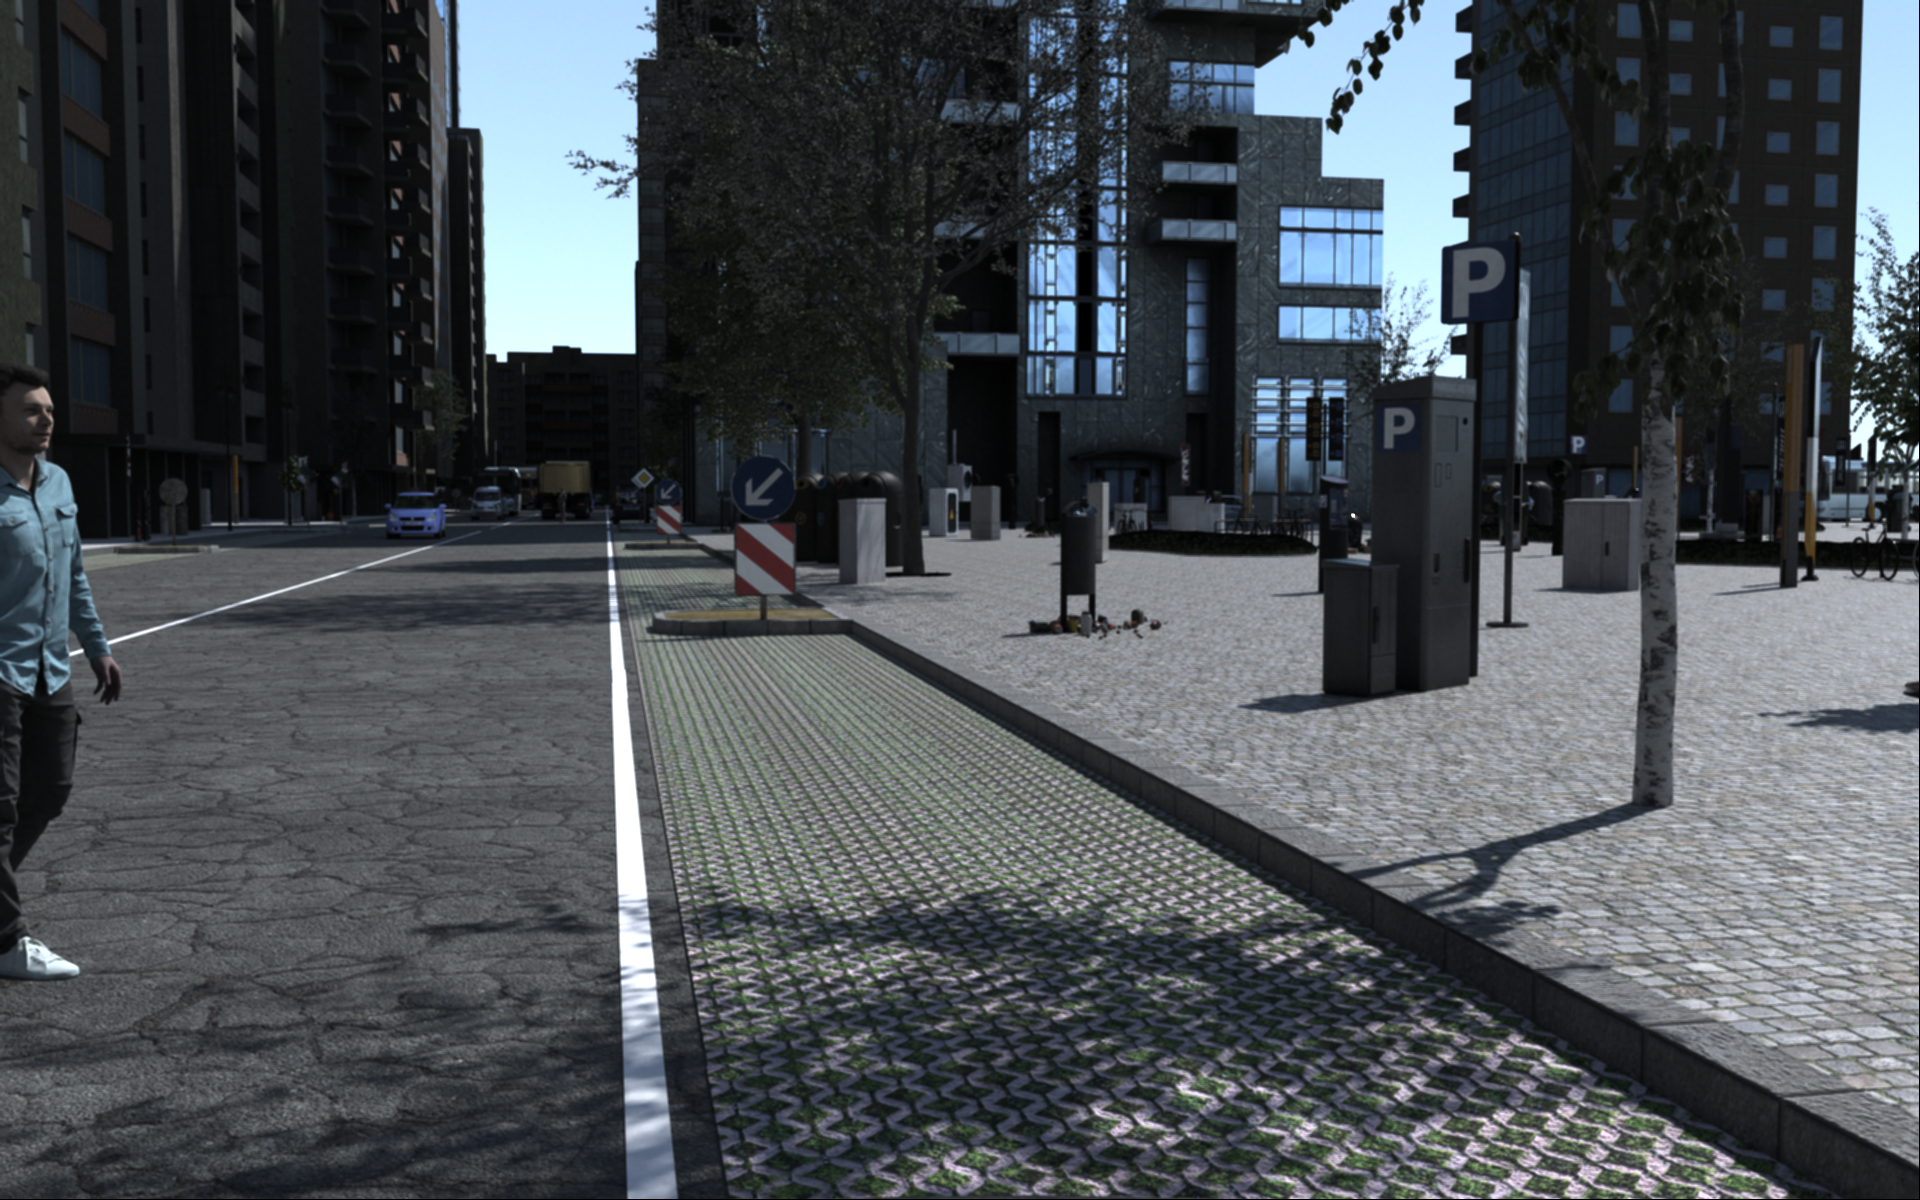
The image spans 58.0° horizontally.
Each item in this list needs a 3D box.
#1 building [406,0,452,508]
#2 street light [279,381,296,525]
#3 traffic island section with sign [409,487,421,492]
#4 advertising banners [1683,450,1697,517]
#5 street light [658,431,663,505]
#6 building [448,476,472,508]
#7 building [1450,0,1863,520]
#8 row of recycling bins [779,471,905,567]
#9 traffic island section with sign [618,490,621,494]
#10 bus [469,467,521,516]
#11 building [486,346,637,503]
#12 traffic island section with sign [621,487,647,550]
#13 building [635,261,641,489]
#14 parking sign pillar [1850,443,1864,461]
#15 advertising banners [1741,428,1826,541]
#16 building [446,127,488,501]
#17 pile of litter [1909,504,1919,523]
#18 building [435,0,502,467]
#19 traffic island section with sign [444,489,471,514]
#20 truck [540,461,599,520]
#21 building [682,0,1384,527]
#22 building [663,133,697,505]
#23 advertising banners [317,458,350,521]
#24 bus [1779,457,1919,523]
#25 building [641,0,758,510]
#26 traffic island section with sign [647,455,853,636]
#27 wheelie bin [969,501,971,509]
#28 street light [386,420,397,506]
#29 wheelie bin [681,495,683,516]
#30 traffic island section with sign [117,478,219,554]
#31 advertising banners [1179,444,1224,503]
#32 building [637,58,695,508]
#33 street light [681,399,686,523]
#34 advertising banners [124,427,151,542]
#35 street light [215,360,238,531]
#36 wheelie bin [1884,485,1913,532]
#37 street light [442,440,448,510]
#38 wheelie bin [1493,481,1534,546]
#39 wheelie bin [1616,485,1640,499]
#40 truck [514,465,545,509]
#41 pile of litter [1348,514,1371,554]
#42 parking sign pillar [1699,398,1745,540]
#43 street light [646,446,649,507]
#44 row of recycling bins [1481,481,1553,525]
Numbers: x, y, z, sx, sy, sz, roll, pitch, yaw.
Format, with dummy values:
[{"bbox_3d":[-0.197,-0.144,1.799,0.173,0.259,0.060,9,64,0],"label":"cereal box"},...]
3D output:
[{"bbox_3d":[-51.927,-30.536,149.377,14.600,45.320,14.200,-1,4,-12],"label":"building"},{"bbox_3d":[-27.604,-6.018,71.181,0.468,5.910,1.993,-1,4,-12],"label":"street light"},{"bbox_3d":[-30.326,-5.369,96.412,1.989,1.847,2.006,-1,4,-12],"label":"traffic island section with sign"},{"bbox_3d":[30.002,-4.470,69.273,2.074,3.025,0.090,1,4,22],"label":"advertising banners"},{"bbox_3d":[-19.404,-8.541,112.429,0.468,5.910,1.993,-1,4,-12],"label":"street light"},{"bbox_3d":[-64.366,-29.026,166.454,32.217,40.220,23.993,-1,4,-12],"label":"building"},{"bbox_3d":[35.333,-26.857,89.215,14.200,45.320,14.600,-1,4,-12],"label":"building"},{"bbox_3d":[-2.090,-1.520,31.961,1.069,1.692,3.534,-2,4,-31],"label":"row of recycling bins"},{"bbox_3d":[-24.100,-7.135,125.278,1.989,1.847,2.006,-1,4,-12],"label":"traffic island section with sign"},{"bbox_3d":[-30.634,-7.332,114.740,2.948,3.499,13.247,-1,4,-12],"label":"bus"},{"bbox_3d":[-54.556,-24.260,241.686,28.899,21.520,27.650,-1,4,-12],"label":"building"},{"bbox_3d":[-7.766,-2.245,45.337,1.989,1.847,2.006,-1,4,-12],"label":"traffic island section with sign"},{"bbox_3d":[-33.370,-27.188,216.226,14.160,30.474,14.107,-1,4,-12],"label":"building"},{"bbox_3d":[47.552,-6.363,92.501,1.447,3.967,1.447,-2,4,-26],"label":"parking sign pillar"},{"bbox_3d":[22.270,-3.100,46.866,2.074,3.025,0.090,3,5,41],"label":"advertising banners"},{"bbox_3d":[-58.878,-30.785,186.935,14.154,41.232,14.086,-1,4,-12],"label":"building"},{"bbox_3d":[42.883,-3.869,77.224,1.719,0.858,1.176,1,4,9],"label":"pile of litter"},{"bbox_3d":[-71.153,-54.497,203.694,31.000,86.520,22.319,-1,4,-12],"label":"building"},{"bbox_3d":[-35.815,-7.011,123.262,1.989,1.847,2.006,-1,4,-12],"label":"traffic island section with sign"},{"bbox_3d":[-22.913,-6.424,100.962,3.469,3.379,9.791,-1,4,-10],"label":"truck"},{"bbox_3d":[2.150,-47.082,82.458,31.000,86.520,22.319,-1,4,-12],"label":"building"},{"bbox_3d":[-17.274,-22.677,142.467,14.160,30.474,14.107,-1,4,-12],"label":"building"},{"bbox_3d":[-30.451,-5.344,83.568,2.074,3.025,0.090,0,4,-7],"label":"advertising banners"},{"bbox_3d":[44.704,-5.300,81.516,13.247,3.499,2.948,-1,4,-12],"label":"bus"},{"bbox_3d":[-23.737,-45.638,184.441,20.563,71.187,20.611,-1,4,-12],"label":"building"},{"bbox_3d":[-2.246,-0.592,18.313,1.989,1.847,2.006,-1,4,-12],"label":"traffic island section with sign"},{"bbox_3d":[0.116,-5.518,98.122,0.693,1.594,0.980,-3,4,-36],"label":"wheelie bin"},{"bbox_3d":[-34.731,-8.139,105.854,0.468,5.910,1.993,-1,4,-12],"label":"street light"},{"bbox_3d":[-15.351,-5.510,97.991,0.693,1.594,0.980,0,4,4],"label":"wheelie bin"},{"bbox_3d":[-19.251,-2.057,42.253,1.989,1.847,2.006,-1,4,-12],"label":"traffic island section with sign"},{"bbox_3d":[8.433,-3.936,60.546,2.074,3.025,0.090,-2,4,-33],"label":"advertising banners"},{"bbox_3d":[-23.940,-29.605,167.642,14.154,41.232,14.086,-1,4,-12],"label":"building"},{"bbox_3d":[-12.390,-6.415,77.672,0.468,5.910,1.993,-1,4,-12],"label":"street light"},{"bbox_3d":[-22.070,-3.075,46.460,0.090,3.025,2.074,-1,4,-10],"label":"advertising banners"},{"bbox_3d":[-25.315,-5.328,59.895,0.468,5.910,1.993,-1,4,-12],"label":"street light"},{"bbox_3d":[31.583,-3.082,58.304,0.693,1.594,0.980,0,4,-7],"label":"wheelie bin"},{"bbox_3d":[-41.839,-10.265,140.618,0.468,5.910,1.993,-1,4,-12],"label":"street light"},{"bbox_3d":[13.807,-2.166,43.316,0.980,1.594,0.693,0,4,5],"label":"wheelie bin"},{"bbox_3d":[22.217,-3.037,57.571,0.693,1.594,0.980,0,4,-3],"label":"wheelie bin"},{"bbox_3d":[-41.754,-10.934,167.689,2.839,4.237,11.283,-1,4,-10],"label":"truck"},{"bbox_3d":[8.786,-1.455,37.755,1.719,0.858,1.176,-1,4,-21],"label":"pile of litter"},{"bbox_3d":[21.829,-3.716,49.226,1.447,3.967,1.447,1,4,15],"label":"parking sign pillar"},{"bbox_3d":[-26.520,-10.662,147.104,0.468,5.910,1.993,-1,4,-12],"label":"street light"},{"bbox_3d":[18.366,-3.060,57.152,1.069,1.692,3.534,-1,4,-13],"label":"row of recycling bins"}]
